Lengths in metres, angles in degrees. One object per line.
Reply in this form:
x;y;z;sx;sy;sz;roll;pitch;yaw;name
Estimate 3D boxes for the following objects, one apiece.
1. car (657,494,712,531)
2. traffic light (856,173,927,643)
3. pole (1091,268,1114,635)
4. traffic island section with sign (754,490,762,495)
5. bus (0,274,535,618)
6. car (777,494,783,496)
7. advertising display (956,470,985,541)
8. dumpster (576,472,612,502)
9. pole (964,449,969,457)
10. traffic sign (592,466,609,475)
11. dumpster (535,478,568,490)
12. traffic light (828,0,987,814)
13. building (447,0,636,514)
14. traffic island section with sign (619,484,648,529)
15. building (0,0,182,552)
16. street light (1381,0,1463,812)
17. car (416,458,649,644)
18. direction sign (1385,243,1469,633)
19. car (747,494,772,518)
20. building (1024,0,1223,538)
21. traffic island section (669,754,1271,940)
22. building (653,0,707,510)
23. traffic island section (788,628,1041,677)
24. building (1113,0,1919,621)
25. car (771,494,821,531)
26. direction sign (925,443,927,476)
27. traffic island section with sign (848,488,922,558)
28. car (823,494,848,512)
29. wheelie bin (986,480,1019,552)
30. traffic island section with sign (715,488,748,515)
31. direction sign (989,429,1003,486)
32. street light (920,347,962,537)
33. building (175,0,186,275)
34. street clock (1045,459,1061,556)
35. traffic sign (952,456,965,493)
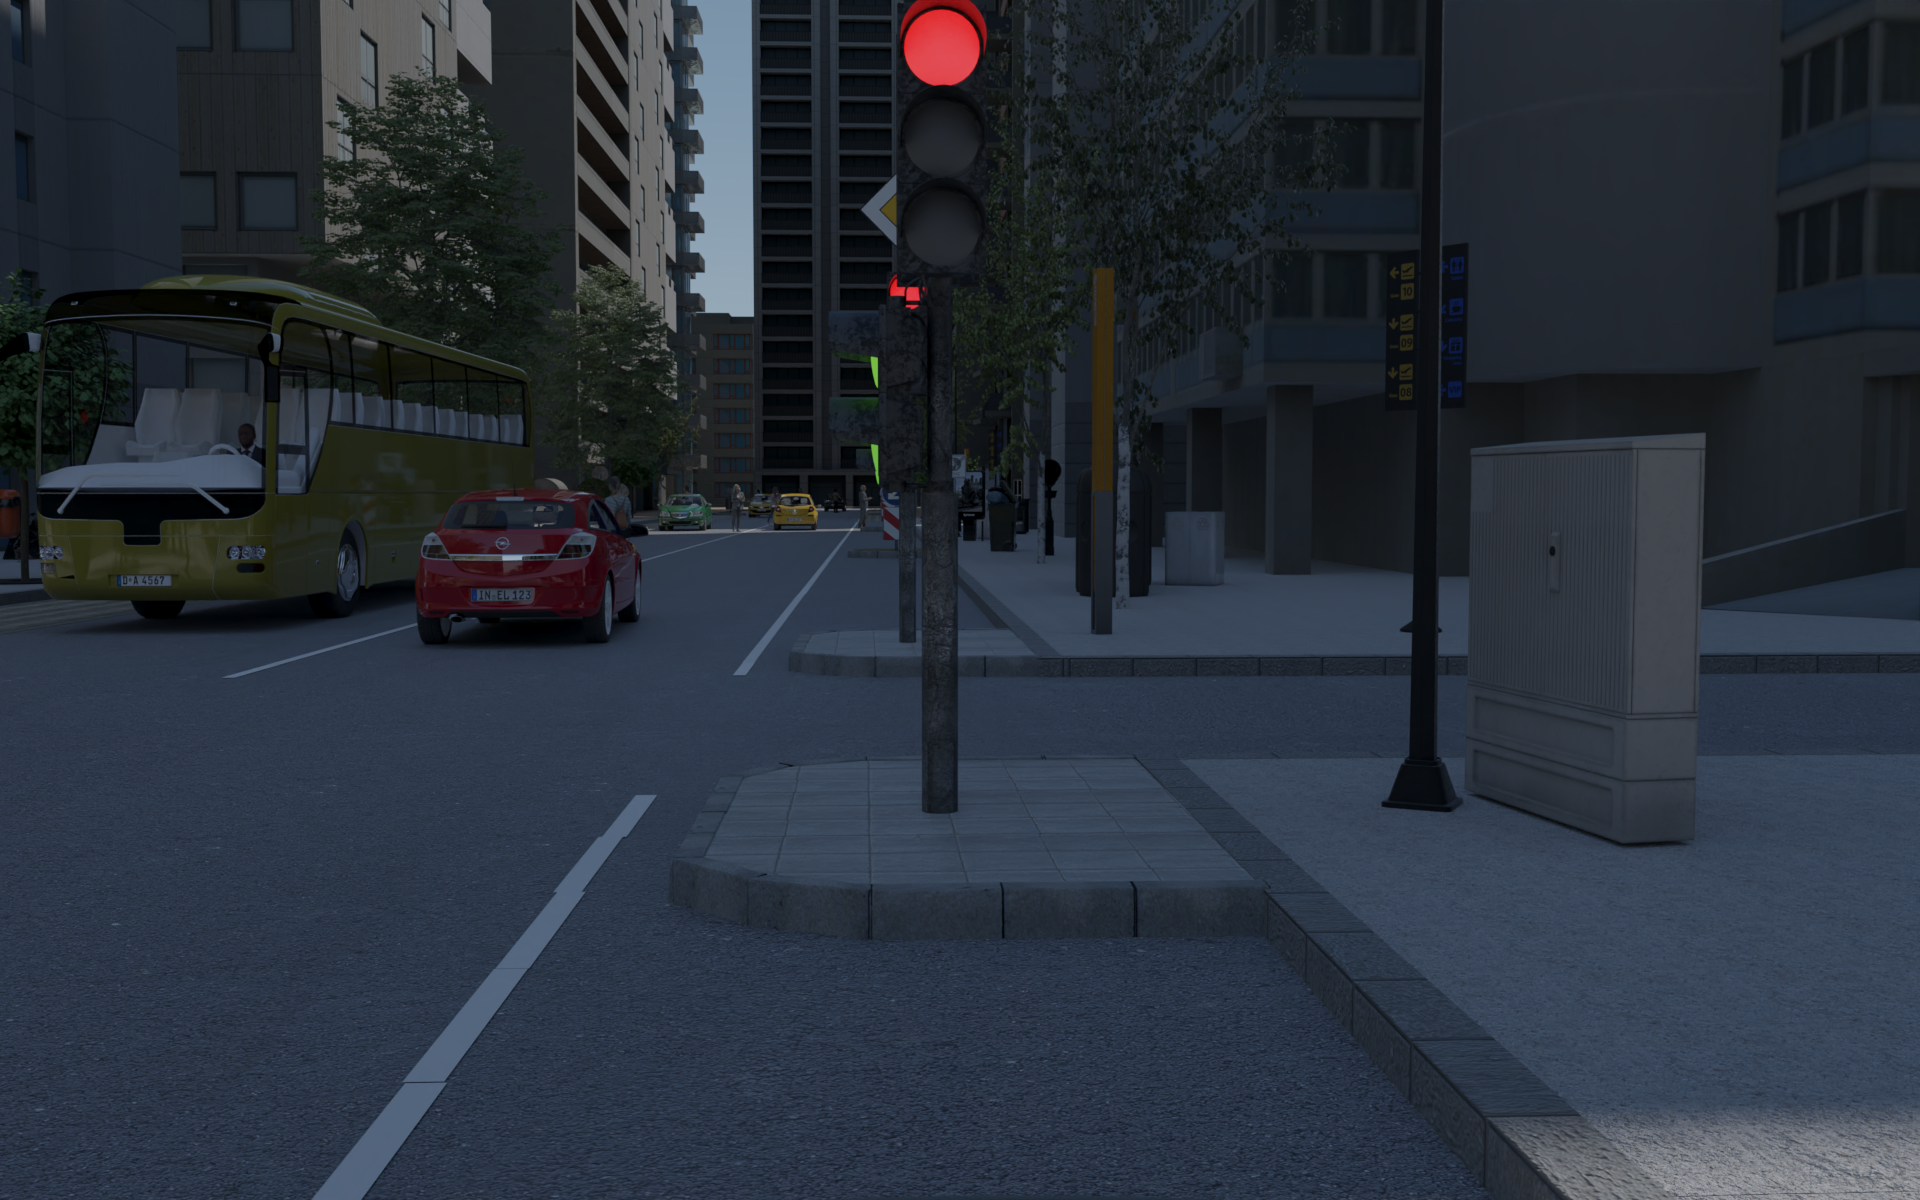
-10.902;-3.494;68.922;2.131;1.459;4.920;0;4;-3;car
-0.472;-1.588;14.878;0.839;4.253;0.868;0;4;-3;traffic light
1.297;-1.342;15.783;0.158;3.312;0.155;0;3;0;pole
-16.620;-8.225;143.100;1.989;1.847;2.006;0;4;-3;traffic island section with sign
-8.347;-1.939;23.256;2.896;3.916;12.252;0;4;-1;bus
-12.424;-6.659;119.105;2.015;1.641;3.980;0;4;-3;car
0.258;-2.573;47.285;0.974;1.923;0.123;2;4;34;advertising display
-15.877;-4.466;75.507;1.502;2.255;1.985;0;4;-3;dumpster
0.294;-5.155;78.131;0.158;3.312;0.155;0;3;0;pole
-16.209;-4.766;78.022;0.768;2.556;0.104;0;4;7;traffic sign
-15.214;-3.551;63.811;1.264;1.857;1.865;0;4;-3;dumpster
-0.100;-1.100;6.901;0.839;4.253;0.868;0;4;-3;traffic light
-31.034;-29.076;99.094;21.300;48.544;21.600;0;4;-3;building
-13.059;-3.542;66.540;1.989;1.847;2.006;0;4;-3;traffic island section with sign
-29.782;-29.764;28.636;21.231;58.520;28.212;0;4;-3;building
1.369;-2.105;6.957;1.470;5.913;1.316;0;4;-3;street light
-4.384;-0.552;18.067;2.155;1.783;4.494;0;4;-5;car
4.296;-1.470;16.033;0.379;3.537;0.876;-3;4;-39;direction sign
-12.106;-5.916;106.948;2.015;1.641;3.980;0;4;-2;car
12.900;-31.899;63.544;21.231;58.520;28.212;0;4;-3;building
-0.059;0.934;7.017;2.009;0.180;2.903;0;4;-3;traffic island section
-37.717;-32.363;148.741;30.456;49.044;23.786;0;4;-3;building
-0.431;0.446;14.994;2.009;0.180;2.903;0;4;-3;traffic island section
15.890;-20.833;32.505;23.993;40.220;32.217;0;4;-3;building
-6.583;-3.625;69.488;2.015;1.641;3.980;0;4;-4;car
-1.244;-5.151;76.218;0.379;3.537;0.876;-3;4;-38;direction sign
-1.566;-1.892;39.566;1.989;1.847;2.006;0;4;-3;traffic island section with sign
-10.262;-8.119;142.524;2.009;1.686;4.222;0;4;-2;car
0.947;-1.889;38.788;0.693;1.594;0.980;0;4;8;wheelie bin
-15.373;-6.578;116.174;1.989;1.847;2.006;0;4;-3;traffic island section with sign
1.244;-4.189;60.487;0.379;3.537;0.876;-2;4;-30;direction sign
-0.669;-4.835;51.593;1.470;5.913;1.316;0;4;-3;street light
-33.486;-29.066;64.465;28.713;52.752;27.495;0;4;-3;building
1.863;-1.927;36.079;0.471;2.002;0.358;0;4;-4;street clock
-0.144;-2.634;45.202;0.606;2.300;0.079;0;4;3;traffic sign
